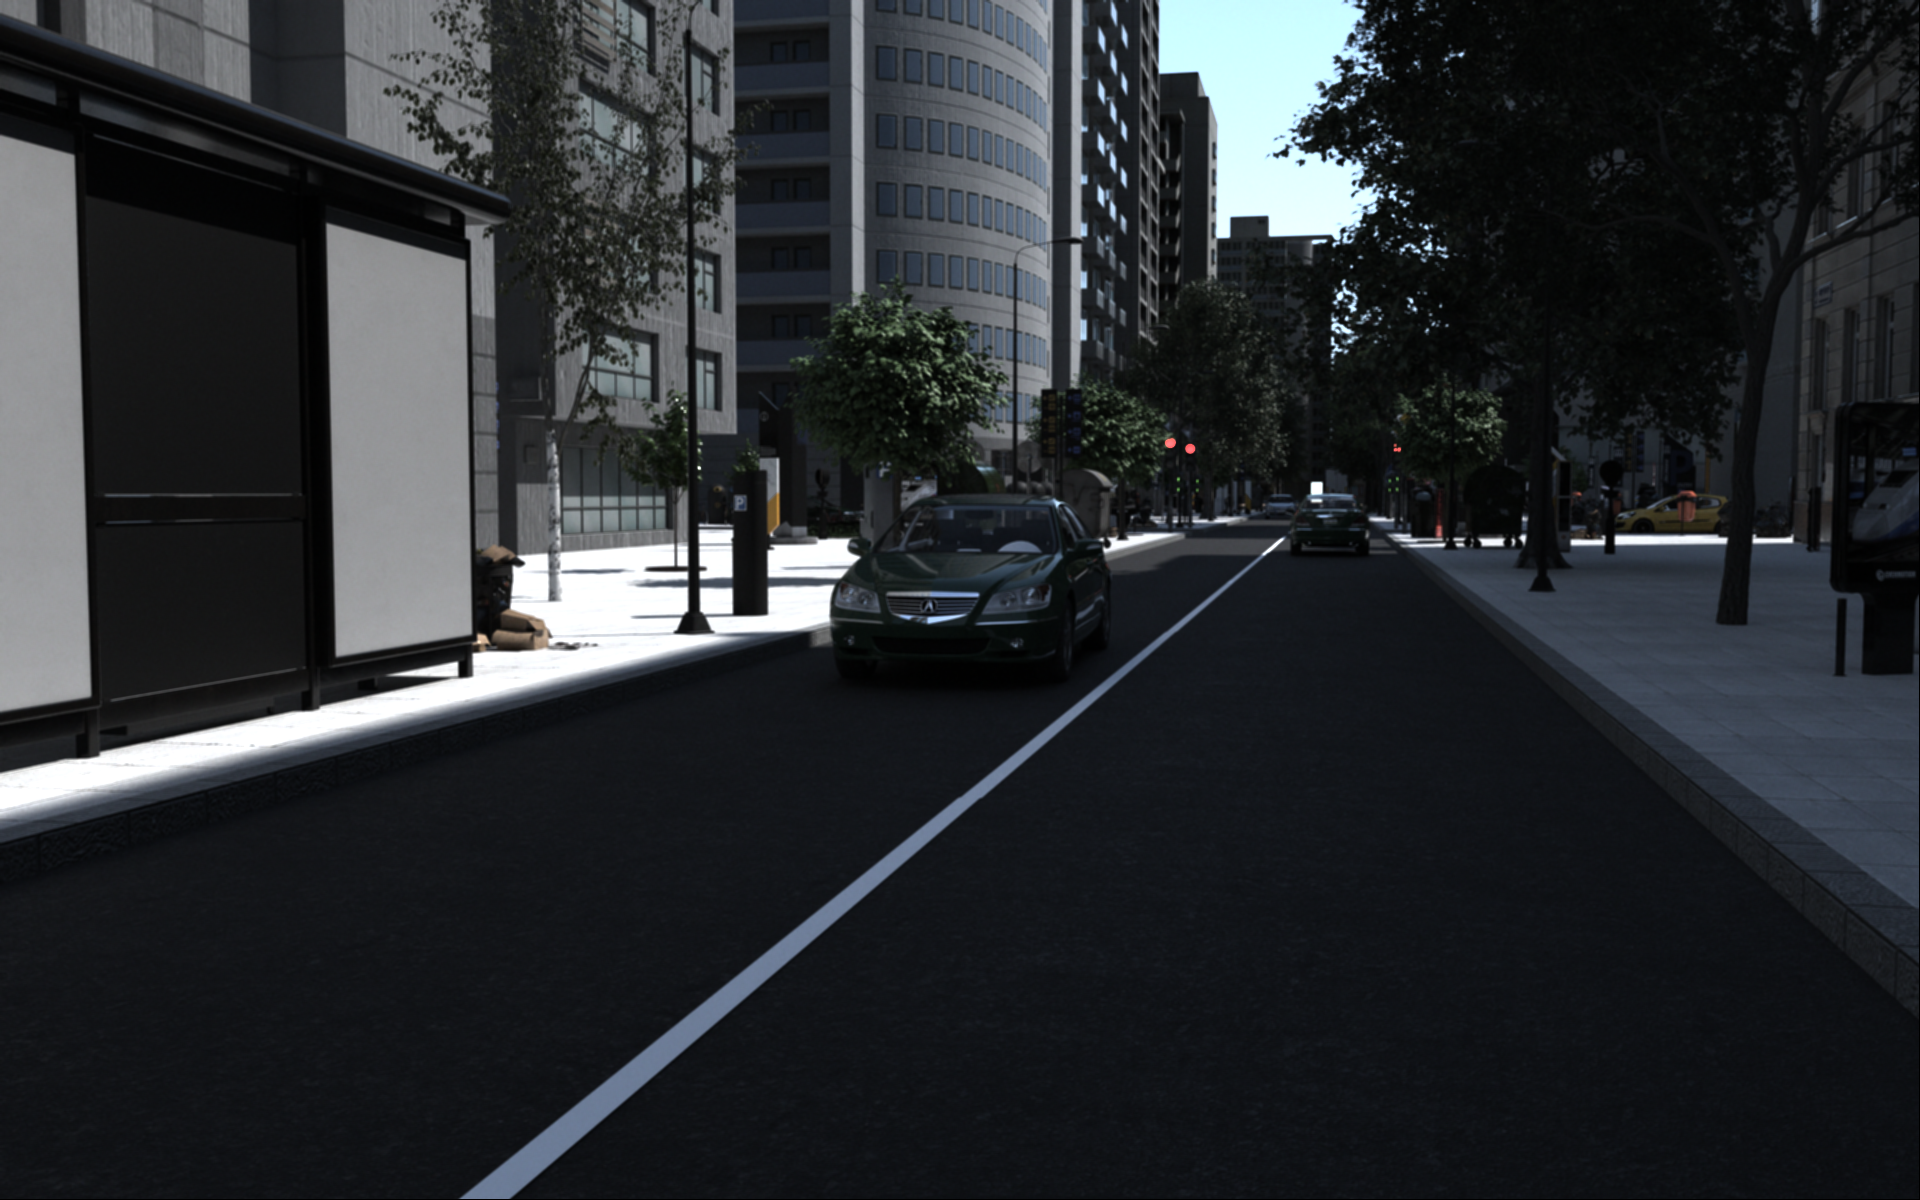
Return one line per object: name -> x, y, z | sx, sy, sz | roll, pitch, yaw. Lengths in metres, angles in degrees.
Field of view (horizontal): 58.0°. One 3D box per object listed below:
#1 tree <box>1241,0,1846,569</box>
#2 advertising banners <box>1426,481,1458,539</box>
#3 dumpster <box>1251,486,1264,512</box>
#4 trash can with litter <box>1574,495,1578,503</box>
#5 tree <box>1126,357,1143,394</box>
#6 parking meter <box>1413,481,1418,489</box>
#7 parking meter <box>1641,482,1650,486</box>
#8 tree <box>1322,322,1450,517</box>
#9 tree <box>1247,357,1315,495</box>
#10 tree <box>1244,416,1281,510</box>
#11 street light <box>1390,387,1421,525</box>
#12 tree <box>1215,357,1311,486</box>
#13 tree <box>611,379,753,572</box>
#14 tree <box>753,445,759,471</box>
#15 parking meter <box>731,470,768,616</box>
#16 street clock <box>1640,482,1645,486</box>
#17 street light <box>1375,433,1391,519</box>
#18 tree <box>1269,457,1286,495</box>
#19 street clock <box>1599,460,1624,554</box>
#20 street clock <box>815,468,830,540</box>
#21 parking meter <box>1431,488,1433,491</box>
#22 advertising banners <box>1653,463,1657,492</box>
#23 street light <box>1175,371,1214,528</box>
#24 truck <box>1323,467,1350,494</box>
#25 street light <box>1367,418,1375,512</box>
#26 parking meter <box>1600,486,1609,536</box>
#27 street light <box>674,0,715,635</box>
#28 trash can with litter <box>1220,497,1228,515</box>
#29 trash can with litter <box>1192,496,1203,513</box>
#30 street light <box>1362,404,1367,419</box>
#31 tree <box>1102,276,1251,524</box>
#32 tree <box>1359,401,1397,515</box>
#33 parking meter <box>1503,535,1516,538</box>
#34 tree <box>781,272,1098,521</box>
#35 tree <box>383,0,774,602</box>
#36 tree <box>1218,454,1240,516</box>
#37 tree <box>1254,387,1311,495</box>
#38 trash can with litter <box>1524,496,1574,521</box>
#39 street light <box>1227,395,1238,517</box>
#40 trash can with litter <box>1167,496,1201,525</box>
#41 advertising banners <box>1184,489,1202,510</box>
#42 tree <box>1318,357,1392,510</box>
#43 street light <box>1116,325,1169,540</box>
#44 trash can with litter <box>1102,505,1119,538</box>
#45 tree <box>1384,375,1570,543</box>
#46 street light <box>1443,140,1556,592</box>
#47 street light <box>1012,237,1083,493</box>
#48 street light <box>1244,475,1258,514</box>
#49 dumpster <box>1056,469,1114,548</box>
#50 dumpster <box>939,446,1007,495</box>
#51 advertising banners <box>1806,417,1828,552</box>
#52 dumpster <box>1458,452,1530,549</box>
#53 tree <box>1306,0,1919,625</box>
tree -> 9.994, -6.887, 29.608 | 9.611, 12.733, 9.660 | 0, 3, 0
advertising banners -> 13.778, -3.276, 49.746 | 0.090, 3.025, 2.074 | 3, 5, 44
dumpster -> 21.075, -7.231, 123.987 | 1.264, 1.857, 1.865 | 1, 4, 12
trash can with litter -> 32.420, -4.931, 91.682 | 1.678, 1.210, 2.233 | 1, 4, 22
tree -> 12.726, -10.535, 89.249 | 9.611, 12.733, 9.660 | 0, 3, 0
parking meter -> 19.058, -4.063, 72.139 | 0.399, 1.863, 0.255 | -3, 5, -41
parking meter -> 33.872, -4.884, 85.570 | 0.399, 1.863, 0.255 | 3, 5, 40
tree -> 24.365, -10.606, 99.166 | 9.928, 11.665, 9.643 | 0, 3, 0
tree -> 38.679, -21.987, 215.375 | 12.611, 20.169, 13.585 | 0, 3, 0
tree -> 23.685, -11.506, 138.492 | 4.737, 8.622, 4.395 | 0, 3, 0
street light -> 10.792, -4.120, 39.899 | 1.470, 5.913, 1.316 | 1, 4, 12
tree -> 27.082, -15.358, 157.751 | 9.857, 13.997, 8.962 | 0, 3, 0
tree -> -4.743, -2.112, 29.135 | 1.663, 3.219, 1.824 | 0, 3, 0
tree -> -7.308, -3.932, 58.891 | 1.663, 3.219, 1.824 | 0, 3, 0
parking meter -> -2.225, -0.608, 18.349 | 0.372, 1.533, 0.369 | 0, 3, 0
street clock -> 41.763, -6.202, 105.978 | 0.358, 2.002, 0.471 | 0, 4, 7
street light -> 14.280, -5.098, 55.900 | 1.470, 5.913, 1.316 | 1, 4, 12
tree -> 36.878, -15.369, 201.642 | 4.360, 8.622, 3.978 | 0, 3, 0
street clock -> 13.923, -1.987, 37.054 | 0.471, 2.002, 0.358 | 2, 4, 30
street clock -> -3.877, -2.713, 48.921 | 0.358, 2.002, 0.471 | -2, 4, -32
parking meter -> 19.211, -3.831, 71.055 | 0.372, 1.533, 0.369 | 0, 3, 0
advertising banners -> 38.918, -6.156, 96.832 | 0.090, 3.025, 2.074 | 2, 4, 32
street light -> 8.855, -5.676, 65.337 | 1.470, 5.913, 1.316 | 1, 4, 12
truck -> 40.268, -12.010, 185.284 | 2.839, 4.237, 11.283 | 1, 4, 12
street light -> 17.930, -6.130, 72.759 | 1.470, 5.913, 1.316 | 1, 4, 12
parking meter -> 19.952, -2.754, 53.442 | 0.372, 1.533, 0.369 | 0, 3, 0
street light -> -1.923, -2.638, 15.670 | 1.470, 5.913, 1.316 | 1, 4, 12
trash can with litter -> 16.586, -5.897, 107.806 | 0.624, 1.170, 1.055 | -2, 4, -26
trash can with litter -> 16.098, -6.396, 115.961 | 1.055, 1.170, 0.624 | -3, 4, -38
street light -> 21.444, -7.100, 88.620 | 1.470, 5.913, 1.316 | 1, 4, 12
tree -> 9.270, -8.560, 74.364 | 7.601, 10.594, 8.767 | 3, 5, 42
tree -> 26.664, -9.620, 107.644 | 4.360, 8.622, 3.978 | 0, 3, 0
parking meter -> 15.897, -2.717, 50.130 | 0.399, 1.863, 0.255 | 1, 4, 12
tree -> -0.906, -2.564, 25.638 | 4.285, 4.588, 4.351 | 0, 3, 0
tree -> -4.611, -4.287, 20.453 | 4.360, 8.622, 3.978 | 0, 3, 0
tree -> 14.702, -7.170, 100.945 | 4.285, 4.588, 4.351 | 0, 3, 0
tree -> 33.130, -16.171, 182.519 | 7.486, 12.596, 7.792 | 0, 3, 0
trash can with litter -> 27.393, -4.303, 81.408 | 1.678, 1.210, 2.233 | -1, 4, -8
street light -> 12.351, -6.647, 81.223 | 1.470, 5.913, 1.316 | 1, 4, 12
trash can with litter -> 9.185, -3.730, 72.046 | 1.678, 1.210, 2.233 | 1, 4, 18
advertising banners -> 18.806, -8.708, 138.557 | 2.074, 3.025, 0.090 | -1, 4, -21
tree -> 33.949, -14.424, 142.480 | 9.857, 13.997, 8.962 | 0, 3, 0
street light -> 5.058, -4.611, 47.924 | 1.470, 5.913, 1.316 | 1, 4, 12
trash can with litter -> 4.227, -2.427, 51.068 | 0.624, 1.170, 1.055 | 2, 4, 32
tree -> 12.815, -3.801, 45.867 | 4.285, 4.588, 4.351 | 0, 3, 0
street light -> 7.162, -3.075, 22.824 | 1.470, 5.913, 1.316 | 1, 4, 12
street light -> 1.535, -3.609, 31.543 | 1.470, 5.913, 1.316 | 1, 4, 12
street light -> 15.752, -7.619, 97.110 | 1.470, 5.913, 1.316 | 1, 4, 12
dumpster -> 2.834, -2.113, 40.311 | 1.264, 1.857, 1.865 | 1, 4, 12
dumpster -> 0.019, -1.966, 34.635 | 1.502, 2.255, 1.985 | 1, 4, 12
advertising banners -> 19.377, -2.625, 39.109 | 0.090, 3.025, 2.074 | 2, 4, 35
dumpster -> 12.657, -2.363, 41.126 | 1.502, 2.255, 1.985 | 1, 4, 12
tree -> 7.506, -5.016, 16.421 | 8.767, 10.594, 7.601 | 1, 4, 13
